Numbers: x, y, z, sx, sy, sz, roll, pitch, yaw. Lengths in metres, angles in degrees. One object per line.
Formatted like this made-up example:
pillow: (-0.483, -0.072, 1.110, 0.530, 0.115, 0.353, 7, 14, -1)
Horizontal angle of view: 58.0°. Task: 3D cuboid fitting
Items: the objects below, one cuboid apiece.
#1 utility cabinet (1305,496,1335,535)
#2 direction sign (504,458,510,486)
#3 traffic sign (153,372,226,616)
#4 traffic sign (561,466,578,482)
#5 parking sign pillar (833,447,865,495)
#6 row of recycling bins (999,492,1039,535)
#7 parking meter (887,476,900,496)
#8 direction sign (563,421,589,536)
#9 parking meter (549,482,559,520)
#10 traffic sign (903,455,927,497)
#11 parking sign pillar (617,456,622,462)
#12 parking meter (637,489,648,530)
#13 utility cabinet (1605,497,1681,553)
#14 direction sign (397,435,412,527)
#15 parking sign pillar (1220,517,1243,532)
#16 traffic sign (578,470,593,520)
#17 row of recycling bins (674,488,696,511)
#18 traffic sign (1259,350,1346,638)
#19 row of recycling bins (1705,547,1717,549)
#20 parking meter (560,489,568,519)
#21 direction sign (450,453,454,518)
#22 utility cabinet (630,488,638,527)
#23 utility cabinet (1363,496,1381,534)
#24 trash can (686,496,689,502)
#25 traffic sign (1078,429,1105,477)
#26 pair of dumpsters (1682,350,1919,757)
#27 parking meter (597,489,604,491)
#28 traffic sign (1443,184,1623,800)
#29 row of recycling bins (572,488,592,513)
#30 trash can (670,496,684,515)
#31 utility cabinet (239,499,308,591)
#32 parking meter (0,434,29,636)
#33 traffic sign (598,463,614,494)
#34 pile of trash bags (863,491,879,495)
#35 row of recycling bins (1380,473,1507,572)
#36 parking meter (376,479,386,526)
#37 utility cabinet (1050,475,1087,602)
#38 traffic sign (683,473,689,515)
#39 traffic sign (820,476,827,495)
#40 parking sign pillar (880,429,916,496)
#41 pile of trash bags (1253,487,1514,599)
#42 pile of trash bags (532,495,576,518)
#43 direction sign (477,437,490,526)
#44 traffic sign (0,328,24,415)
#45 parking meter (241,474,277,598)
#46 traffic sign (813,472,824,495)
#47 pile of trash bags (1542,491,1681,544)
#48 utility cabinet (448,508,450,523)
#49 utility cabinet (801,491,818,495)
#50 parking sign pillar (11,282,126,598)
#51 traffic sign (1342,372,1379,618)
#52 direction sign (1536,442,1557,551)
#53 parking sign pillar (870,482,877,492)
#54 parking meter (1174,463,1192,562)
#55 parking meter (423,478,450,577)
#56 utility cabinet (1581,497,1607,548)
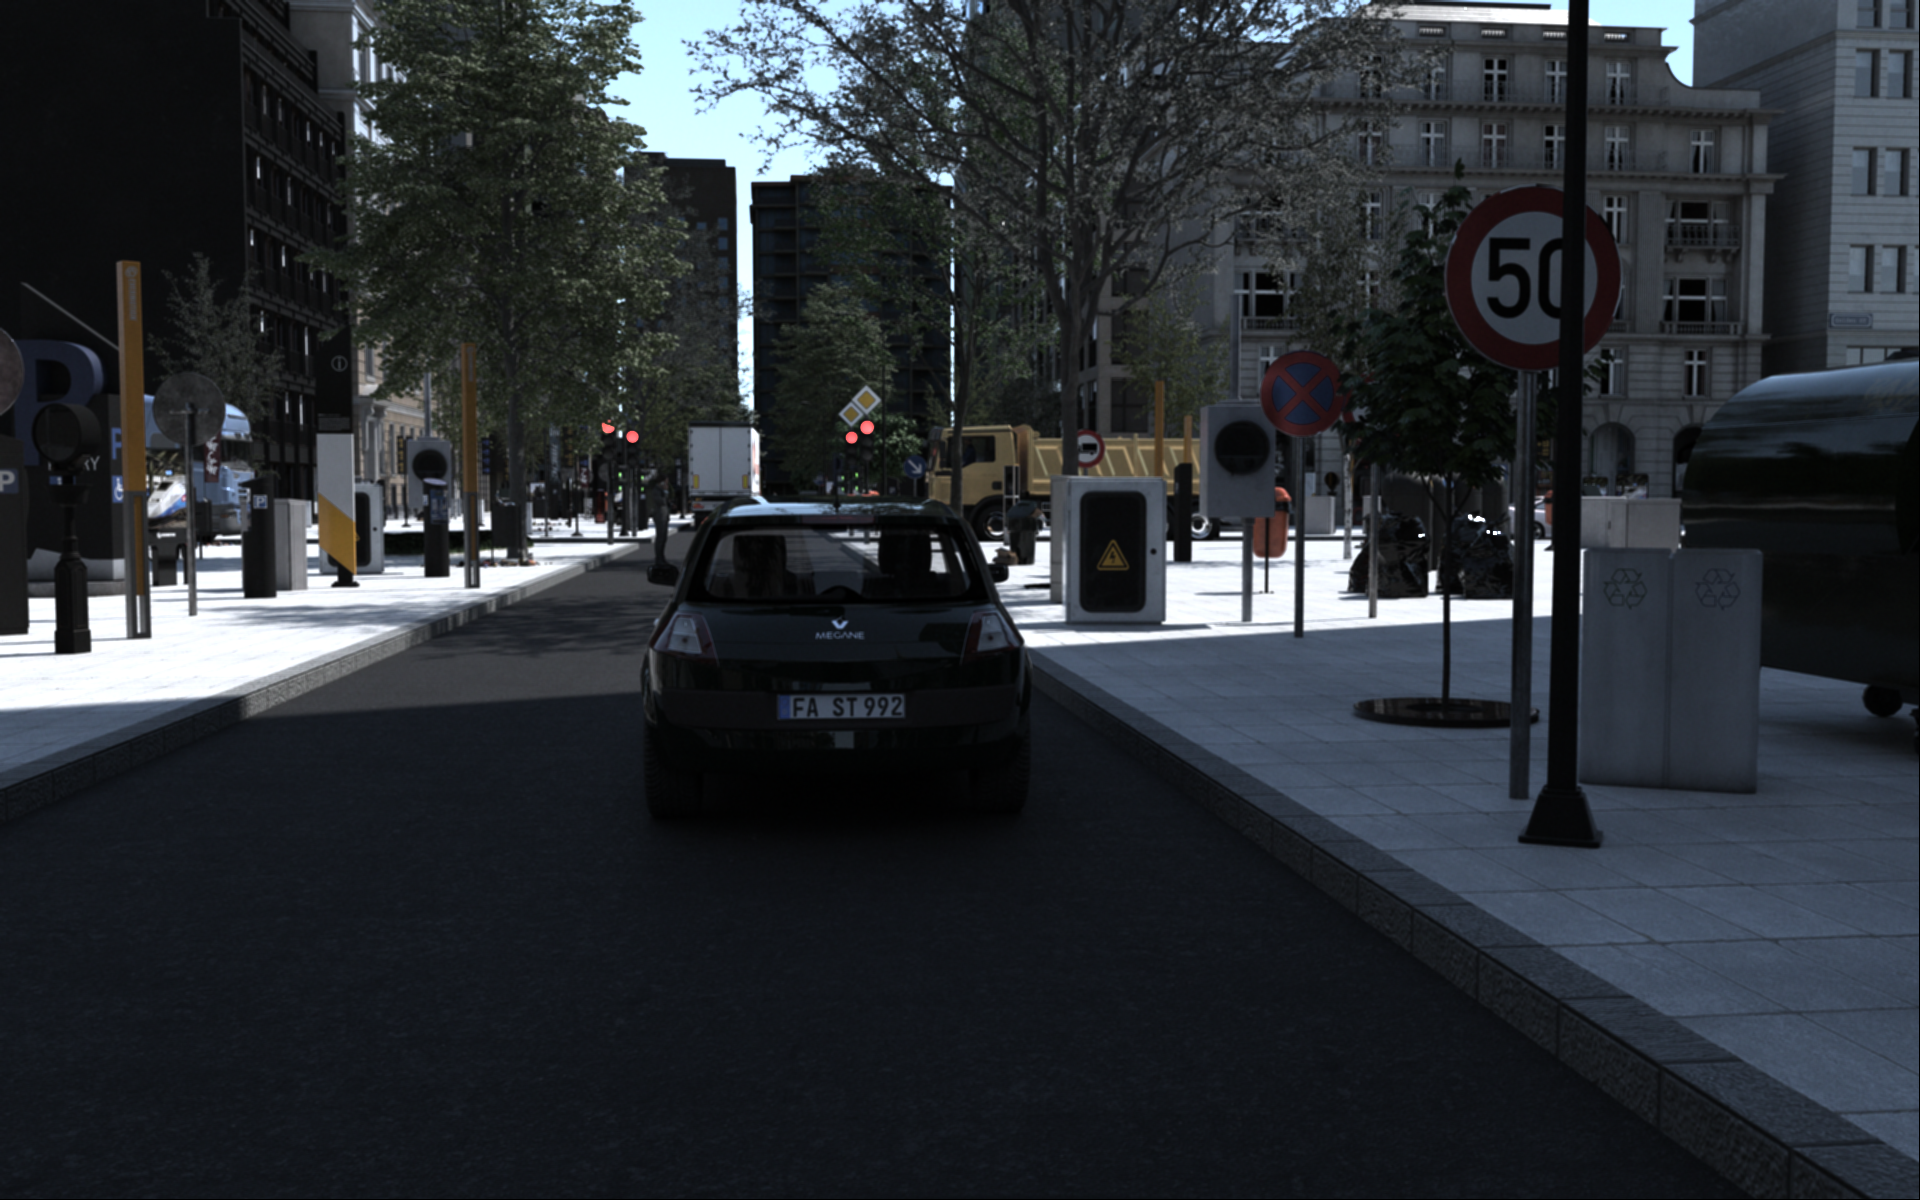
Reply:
utility cabinet: (11.326, -2.665, 54.742, 1.020, 1.237, 0.306, 3, 5, 43)
direction sign: (-28.249, -7.135, 108.652, 0.379, 3.537, 0.876, 2, 4, 34)
traffic sign: (-8.084, -1.105, 18.177, 0.768, 2.556, 0.104, 0, 4, 0)
traffic sign: (-16.870, -4.568, 74.788, 0.768, 2.556, 0.104, 0, 4, -2)
parking sign pillar: (-5.513, -5.703, 81.710, 1.447, 3.967, 1.447, -2, 4, -31)
row of recycling bins: (1.805, -2.958, 55.472, 1.069, 1.692, 3.534, -1, 4, -11)
parking meter: (-2.177, -3.119, 56.705, 0.399, 1.863, 0.255, 1, 4, 9)
direction sign: (-11.630, -3.701, 52.501, 0.379, 3.537, 0.876, 3, 5, 43)
parking meter: (-20.214, -4.928, 86.283, 0.399, 1.863, 0.255, -3, 4, -39)
traffic sign: (-1.467, -3.457, 56.621, 0.768, 2.556, 0.104, 0, 4, 0)
parking sign pillar: (-21.396, -7.239, 106.833, 1.447, 3.967, 1.447, 0, 4, -8)
parking meter: (-11.461, -3.312, 62.563, 0.372, 1.533, 0.369, 0, 3, 0)
utility cabinet: (8.988, -0.709, 22.749, 1.020, 1.237, 0.306, -2, 4, -28)
direction sign: (-21.567, -4.609, 67.353, 0.379, 3.537, 0.876, 1, 4, 21)
parking sign pillar: (9.552, -4.338, 59.395, 1.447, 3.967, 1.447, 3, 4, 36)
traffic sign: (-18.796, -5.312, 86.957, 0.768, 2.556, 0.104, 0, 4, 0)
row of recycling bins: (-19.715, -7.142, 123.888, 1.069, 1.692, 3.534, -2, 4, -31)
traffic sign: (3.036, -0.938, 15.439, 0.768, 2.556, 0.104, 0, 4, 0)
row of recycling bins: (8.596, -0.520, 15.621, 3.534, 1.692, 1.069, 2, 4, 34)
parking meter: (-20.135, -4.890, 88.369, 0.372, 1.533, 0.369, 0, 3, 0)
direction sign: (-26.995, -6.085, 91.485, 0.876, 3.537, 0.379, 3, 5, 41)
utility cabinet: (-12.640, -3.609, 67.679, 0.318, 1.500, 1.173, -2, 4, -25)
utility cabinet: (13.285, -2.720, 55.627, 0.306, 1.237, 1.020, 3, 4, 38)
trash can: (-18.067, -6.220, 113.354, 0.748, 1.137, 0.748, 0, 3, 0)
traffic sign: (2.465, -2.073, 34.005, 0.768, 2.556, 0.104, 0, 4, -4)
pair of dumpsters: (5.150, -0.327, 7.838, 1.574, 2.255, 4.437, 0, 4, -7)
parking meter: (-19.434, -5.218, 93.722, 0.372, 1.533, 0.369, 0, 3, 0)
traffic sign: (2.359, -0.436, 7.231, 0.768, 2.556, 0.104, 0, 4, -6)
row of recycling bins: (-25.002, -6.651, 115.861, 1.069, 1.692, 3.534, 1, 4, 20)
trash can: (-17.876, -5.880, 107.798, 0.748, 1.137, 0.748, 0, 3, 0)
utility cabinet: (-9.219, -0.741, 23.281, 1.020, 1.237, 0.306, 2, 4, 31)
parking meter: (-8.724, -0.615, 15.770, 0.255, 1.863, 0.399, 3, 4, 36)
traffic sign: (-14.364, -4.318, 70.704, 0.768, 2.556, 0.104, 0, 4, -5)
pile of trash bags: (-1.653, -2.749, 54.702, 3.447, 1.369, 1.912, -3, 5, -39)
row of recycling bins: (8.281, -1.382, 29.709, 1.069, 1.692, 3.534, 3, 5, 43)
parking meter: (-23.188, -3.893, 69.368, 0.255, 1.863, 0.399, -2, 4, -33)
utility cabinet: (1.429, -0.736, 20.709, 0.318, 1.500, 1.173, 1, 4, 23)
traffic sign: (-16.655, -6.389, 104.558, 0.768, 2.556, 0.104, 0, 4, -6)
traffic sign: (-9.019, -6.979, 114.213, 0.768, 2.556, 0.104, 0, 4, 1)
parking sign pillar: (-2.347, -5.061, 71.212, 1.447, 3.967, 1.447, 2, 4, 24)
pile of trash bags: (5.385, -0.763, 22.227, 3.447, 1.369, 1.912, 1, 4, 16)
pile of trash bags: (-22.116, -5.007, 91.618, 3.447, 1.369, 1.912, -2, 4, -26)
direction sign: (-19.147, -4.714, 69.065, 0.876, 3.537, 0.379, -3, 5, -41)
traffic sign: (-7.128, -0.756, 12.468, 0.768, 2.556, 0.104, 0, 4, -4)
parking meter: (-8.676, -0.796, 21.432, 0.372, 1.533, 0.369, 0, 3, 0)
traffic sign: (-7.991, -6.019, 98.513, 0.768, 2.556, 0.104, 0, 4, -5)
pile of trash bags: (17.253, -2.213, 45.930, 3.447, 1.369, 1.912, 1, 4, 15)
utility cabinet: (-22.908, -3.976, 76.168, 1.020, 1.237, 0.306, 2, 4, 25)
utility cabinet: (-10.879, -7.115, 125.014, 1.173, 1.500, 0.318, 0, 4, 5)
parking sign pillar: (-11.310, -2.051, 22.011, 1.447, 3.967, 1.447, 0, 4, 5)
traffic sign: (4.282, -1.088, 17.890, 0.768, 2.556, 0.104, 0, 4, -6)
direction sign: (13.433, -2.883, 39.141, 0.876, 3.537, 0.379, 3, 5, 40)
parking sign pillar: (-4.884, -6.725, 98.431, 1.447, 3.967, 1.447, -3, 5, -40)
parking meter: (4.231, -1.662, 32.882, 0.255, 1.863, 0.399, -1, 4, -11)
parking meter: (-8.106, -1.125, 26.807, 0.372, 1.533, 0.369, 0, 3, 0)
utility cabinet: (15.128, -1.812, 40.794, 1.020, 1.237, 0.306, 2, 4, 28)
